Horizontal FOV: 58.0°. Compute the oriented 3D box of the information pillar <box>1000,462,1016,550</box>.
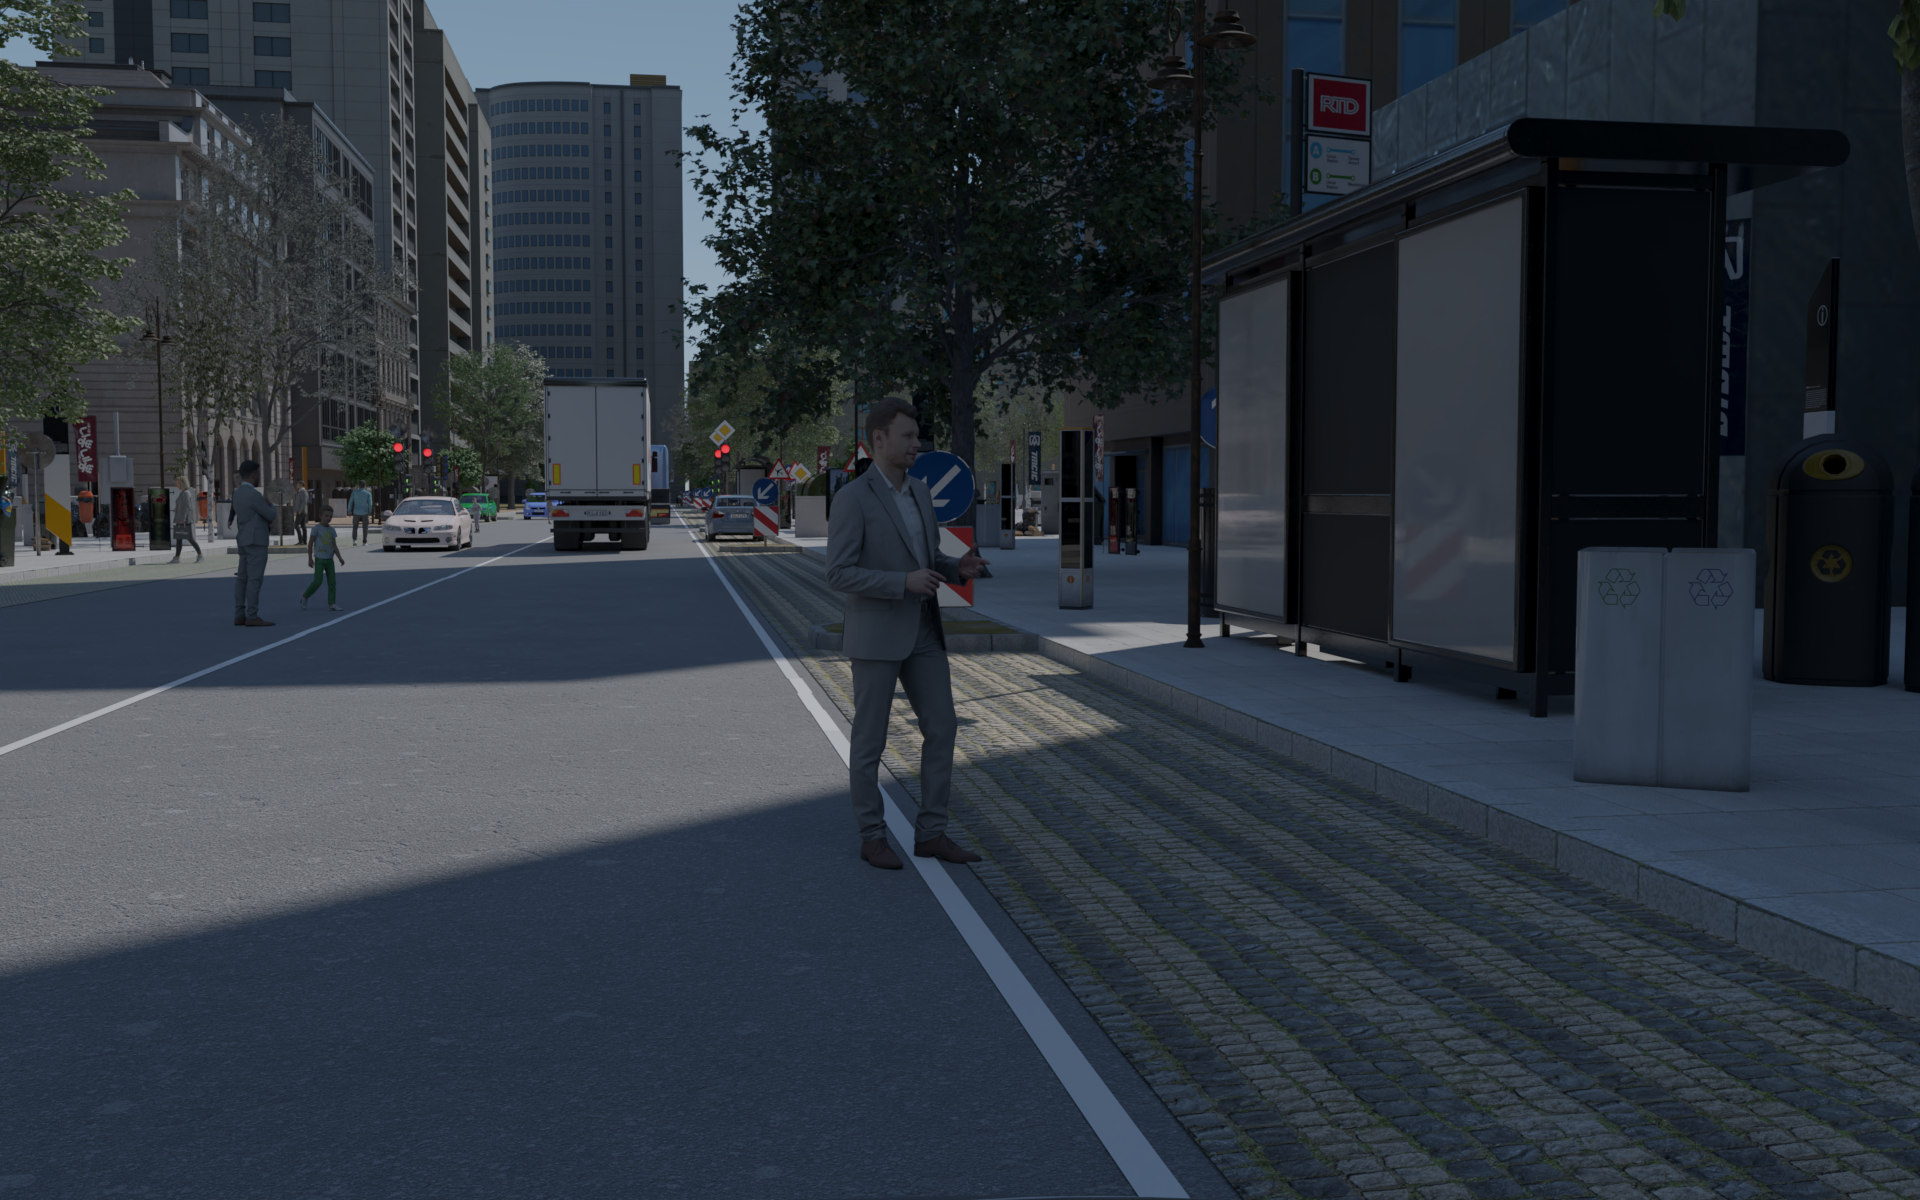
[{"bbox_3d":[1.100,-2.170,39.976,0.304,2.012,0.304,1,4,15],"label":"information pillar"}]

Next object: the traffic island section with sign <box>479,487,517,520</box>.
[{"bbox_3d":[-25.782,-5.337,95.885,1.989,1.847,2.006,-1,4,-10],"label":"traffic island section with sign"}]

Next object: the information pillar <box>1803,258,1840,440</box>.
[{"bbox_3d":[8.669,-1.597,17.474,0.183,3.616,0.504,0,4,0],"label":"information pillar"}]

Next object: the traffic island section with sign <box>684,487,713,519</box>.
[{"bbox_3d":[-14.583,-5.529,99.019,1.989,1.847,2.006,-1,4,-10],"label":"traffic island section with sign"}]

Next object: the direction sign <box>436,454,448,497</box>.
[{"bbox_3d":[-29.569,-6.537,98.885,0.379,3.537,0.876,2,4,29],"label":"direction sign"}]

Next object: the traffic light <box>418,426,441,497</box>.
[{"bbox_3d":[-21.893,-5.048,71.452,0.839,4.253,0.868,-1,4,-10],"label":"traffic light"}]

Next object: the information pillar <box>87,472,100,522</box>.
[{"bbox_3d":[-29.262,-3.303,58.498,0.304,2.012,0.304,3,5,45],"label":"information pillar"}]

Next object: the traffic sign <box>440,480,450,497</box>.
[{"bbox_3d":[-30.484,-6.149,102.671,0.606,2.300,0.079,-1,4,-8],"label":"traffic sign"}]

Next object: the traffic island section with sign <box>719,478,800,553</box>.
[{"bbox_3d":[-4.986,-2.106,43.067,1.989,1.847,2.006,-1,4,-10],"label":"traffic island section with sign"}]

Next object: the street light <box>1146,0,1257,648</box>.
[{"bbox_3d":[1.960,-2.541,14.331,0.468,5.910,1.993,-1,4,-10],"label":"street light"}]

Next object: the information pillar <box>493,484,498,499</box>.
[{"bbox_3d":[-33.199,-7.311,124.020,0.304,2.012,0.304,0,4,3],"label":"information pillar"}]

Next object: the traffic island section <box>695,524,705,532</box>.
[{"bbox_3d":[-10.213,-3.137,73.579,2.009,0.180,2.903,-1,4,-10],"label":"traffic island section"}]

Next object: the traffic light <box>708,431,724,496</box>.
[{"bbox_3d":[-10.254,-5.170,73.458,0.839,4.253,0.868,-1,4,-10],"label":"traffic light"}]

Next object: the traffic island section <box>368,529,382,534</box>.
[{"bbox_3d":[-20.584,-2.534,63.710,2.009,0.180,2.903,-1,4,-10],"label":"traffic island section"}]

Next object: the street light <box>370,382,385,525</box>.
[{"bbox_3d":[-23.959,-6.028,71.347,0.468,5.910,1.993,-1,4,-10],"label":"street light"}]

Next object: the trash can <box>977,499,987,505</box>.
[{"bbox_3d":[0.373,-2.173,47.179,0.748,1.137,0.748,0,3,0],"label":"trash can"}]

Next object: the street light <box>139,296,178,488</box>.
[{"bbox_3d":[-18.709,-4.144,40.549,0.468,5.910,1.993,-1,4,-10],"label":"street light"}]

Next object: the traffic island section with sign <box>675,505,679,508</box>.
[{"bbox_3d":[-27.433,-10.115,174.004,1.989,1.847,2.006,-1,4,-10],"label":"traffic island section with sign"}]

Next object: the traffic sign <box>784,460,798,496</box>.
[{"bbox_3d":[-6.353,-4.092,66.909,0.884,2.594,0.081,0,4,-1],"label":"traffic sign"}]

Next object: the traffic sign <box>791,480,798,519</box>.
[{"bbox_3d":[-8.684,-5.354,89.661,0.606,2.300,0.079,0,3,0],"label":"traffic sign"}]

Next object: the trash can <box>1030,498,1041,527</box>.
[{"bbox_3d":[3.093,-3.469,68.369,0.748,1.137,0.748,0,3,0],"label":"trash can"}]

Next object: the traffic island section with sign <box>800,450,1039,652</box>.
[{"bbox_3d":[-0.420,-0.479,16.463,1.989,1.847,2.006,-1,4,-10],"label":"traffic island section with sign"}]

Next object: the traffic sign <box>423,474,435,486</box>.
[{"bbox_3d":[-26.943,-5.246,87.897,0.606,2.300,0.079,0,4,0],"label":"traffic sign"}]

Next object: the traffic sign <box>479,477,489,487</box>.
[{"bbox_3d":[-34.729,-7.721,126.338,0.768,2.556,0.104,-1,4,-9],"label":"traffic sign"}]

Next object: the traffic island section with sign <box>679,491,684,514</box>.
[{"bbox_3d":[-19.150,-7.157,125.643,1.989,1.847,2.006,-1,4,-10],"label":"traffic island section with sign"}]

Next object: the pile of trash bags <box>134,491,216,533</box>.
[{"bbox_3d":[-26.847,-2.968,58.274,3.447,1.369,1.912,-3,5,-39],"label":"pile of trash bags"}]

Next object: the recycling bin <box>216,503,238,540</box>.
[{"bbox_3d":[-20.679,-2.246,49.273,0.722,1.027,0.722,-3,4,-38],"label":"recycling bin"}]

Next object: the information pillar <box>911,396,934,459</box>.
[{"bbox_3d":[-0.738,-2.655,34.756,0.504,3.616,0.183,-1,4,-21],"label":"information pillar"}]

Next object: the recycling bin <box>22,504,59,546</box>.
[{"bbox_3d":[-22.824,-1.873,43.175,0.722,1.027,0.722,0,4,2],"label":"recycling bin"}]

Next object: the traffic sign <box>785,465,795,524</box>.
[{"bbox_3d":[-7.332,-4.574,74.892,0.768,2.556,0.104,0,4,-3],"label":"traffic sign"}]

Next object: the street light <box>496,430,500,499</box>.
[{"bbox_3d":[-32.645,-9.146,122.328,0.468,5.910,1.993,-1,4,-10],"label":"street light"}]

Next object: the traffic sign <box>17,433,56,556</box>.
[{"bbox_3d":[-19.139,-2.189,35.901,0.768,2.556,0.104,0,4,-5],"label":"traffic sign"}]

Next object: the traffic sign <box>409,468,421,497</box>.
[{"bbox_3d":[-27.005,-5.230,85.615,0.768,2.556,0.104,0,4,-4],"label":"traffic sign"}]

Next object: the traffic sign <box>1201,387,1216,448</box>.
[{"bbox_3d":[3.111,-1.232,20.255,0.768,2.556,0.104,0,4,0],"label":"traffic sign"}]

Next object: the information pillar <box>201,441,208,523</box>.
[{"bbox_3d":[-33.223,-5.188,76.182,0.183,3.616,0.504,0,4,-8],"label":"information pillar"}]

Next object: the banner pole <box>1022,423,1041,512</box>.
[{"bbox_3d":[2.474,-4.342,61.003,0.863,3.779,0.401,-1,4,-12],"label":"banner pole"}]

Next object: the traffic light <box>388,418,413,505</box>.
[{"bbox_3d":[-20.543,-4.566,63.582,0.839,4.253,0.868,-1,4,-10],"label":"traffic light"}]

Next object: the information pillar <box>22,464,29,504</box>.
[{"bbox_3d":[-39.256,-4.977,72.723,0.183,3.616,0.504,-3,5,-44],"label":"information pillar"}]

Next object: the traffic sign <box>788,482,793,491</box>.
[{"bbox_3d":[-8.670,-5.336,87.345,0.768,2.556,0.104,0,4,-7],"label":"traffic sign"}]

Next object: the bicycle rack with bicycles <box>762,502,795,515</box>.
[{"bbox_3d":[-8.340,-4.017,79.062,2.852,0.926,2.925,-1,4,-15],"label":"bicycle rack with bicycles"}]

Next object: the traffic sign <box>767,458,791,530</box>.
[{"bbox_3d":[-6.498,-3.801,62.147,0.884,2.594,0.081,-1,4,-8],"label":"traffic sign"}]

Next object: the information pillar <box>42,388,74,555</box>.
[{"bbox_3d":[-18.871,-2.744,36.214,0.504,3.616,0.183,-3,4,-36],"label":"information pillar"}]

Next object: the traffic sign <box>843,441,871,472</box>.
[{"bbox_3d":[-2.419,-2.585,42.270,0.884,2.594,0.081,0,4,-4],"label":"traffic sign"}]

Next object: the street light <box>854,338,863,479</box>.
[{"bbox_3d":[-2.380,-4.094,39.719,0.468,5.910,1.993,-1,4,-10],"label":"street light"}]

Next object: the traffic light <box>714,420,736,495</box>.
[{"bbox_3d":[-8.904,-4.689,65.587,0.839,4.253,0.868,-1,4,-10],"label":"traffic light"}]

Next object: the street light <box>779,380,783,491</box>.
[{"bbox_3d":[-6.718,-5.643,65.053,0.468,5.910,1.993,-1,4,-10],"label":"street light"}]

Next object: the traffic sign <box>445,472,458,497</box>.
[{"bbox_3d":[-29.948,-6.229,101.951,0.768,2.556,0.104,0,4,-4],"label":"traffic sign"}]

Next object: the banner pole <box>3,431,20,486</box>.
[{"bbox_3d":[-37.941,-4.843,69.203,0.401,3.779,0.863,2,4,29],"label":"banner pole"}]

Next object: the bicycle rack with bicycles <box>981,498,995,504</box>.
[{"bbox_3d":[3.139,-8.375,150.312,2.852,0.926,2.925,0,4,-7],"label":"bicycle rack with bicycles"}]

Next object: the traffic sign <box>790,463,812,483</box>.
[{"bbox_3d":[-5.866,-3.832,63.842,0.795,2.450,0.064,0,4,-6],"label":"traffic sign"}]

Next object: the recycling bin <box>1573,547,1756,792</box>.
[{"bbox_3d":[3.202,0.287,7.869,0.722,1.027,0.722,2,4,24],"label":"recycling bin"}]

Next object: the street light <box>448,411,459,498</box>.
[{"bbox_3d":[-28.320,-7.597,96.991,0.468,5.910,1.993,-1,4,-10],"label":"street light"}]

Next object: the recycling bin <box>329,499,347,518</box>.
[{"bbox_3d":[-33.766,-4.980,93.977,0.722,1.027,0.722,-3,5,-39],"label":"recycling bin"}]

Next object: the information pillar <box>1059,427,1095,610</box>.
[{"bbox_3d":[1.295,-0.903,19.259,0.304,2.012,0.304,2,4,29],"label":"information pillar"}]

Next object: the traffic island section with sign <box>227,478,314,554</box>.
[{"bbox_3d":[-16.551,-2.046,42.088,1.989,1.847,2.006,-1,4,-10],"label":"traffic island section with sign"}]

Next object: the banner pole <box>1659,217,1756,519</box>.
[{"bbox_3d":[5.988,-1.474,14.113,0.863,3.779,0.401,3,5,40],"label":"banner pole"}]

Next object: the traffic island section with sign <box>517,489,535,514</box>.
[{"bbox_3d":[-30.342,-6.962,122.453,1.989,1.847,2.006,-1,4,-10],"label":"traffic island section with sign"}]

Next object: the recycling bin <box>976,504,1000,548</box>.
[{"bbox_3d":[0.690,-1.798,41.944,0.722,1.027,0.722,-2,4,-34],"label":"recycling bin"}]
